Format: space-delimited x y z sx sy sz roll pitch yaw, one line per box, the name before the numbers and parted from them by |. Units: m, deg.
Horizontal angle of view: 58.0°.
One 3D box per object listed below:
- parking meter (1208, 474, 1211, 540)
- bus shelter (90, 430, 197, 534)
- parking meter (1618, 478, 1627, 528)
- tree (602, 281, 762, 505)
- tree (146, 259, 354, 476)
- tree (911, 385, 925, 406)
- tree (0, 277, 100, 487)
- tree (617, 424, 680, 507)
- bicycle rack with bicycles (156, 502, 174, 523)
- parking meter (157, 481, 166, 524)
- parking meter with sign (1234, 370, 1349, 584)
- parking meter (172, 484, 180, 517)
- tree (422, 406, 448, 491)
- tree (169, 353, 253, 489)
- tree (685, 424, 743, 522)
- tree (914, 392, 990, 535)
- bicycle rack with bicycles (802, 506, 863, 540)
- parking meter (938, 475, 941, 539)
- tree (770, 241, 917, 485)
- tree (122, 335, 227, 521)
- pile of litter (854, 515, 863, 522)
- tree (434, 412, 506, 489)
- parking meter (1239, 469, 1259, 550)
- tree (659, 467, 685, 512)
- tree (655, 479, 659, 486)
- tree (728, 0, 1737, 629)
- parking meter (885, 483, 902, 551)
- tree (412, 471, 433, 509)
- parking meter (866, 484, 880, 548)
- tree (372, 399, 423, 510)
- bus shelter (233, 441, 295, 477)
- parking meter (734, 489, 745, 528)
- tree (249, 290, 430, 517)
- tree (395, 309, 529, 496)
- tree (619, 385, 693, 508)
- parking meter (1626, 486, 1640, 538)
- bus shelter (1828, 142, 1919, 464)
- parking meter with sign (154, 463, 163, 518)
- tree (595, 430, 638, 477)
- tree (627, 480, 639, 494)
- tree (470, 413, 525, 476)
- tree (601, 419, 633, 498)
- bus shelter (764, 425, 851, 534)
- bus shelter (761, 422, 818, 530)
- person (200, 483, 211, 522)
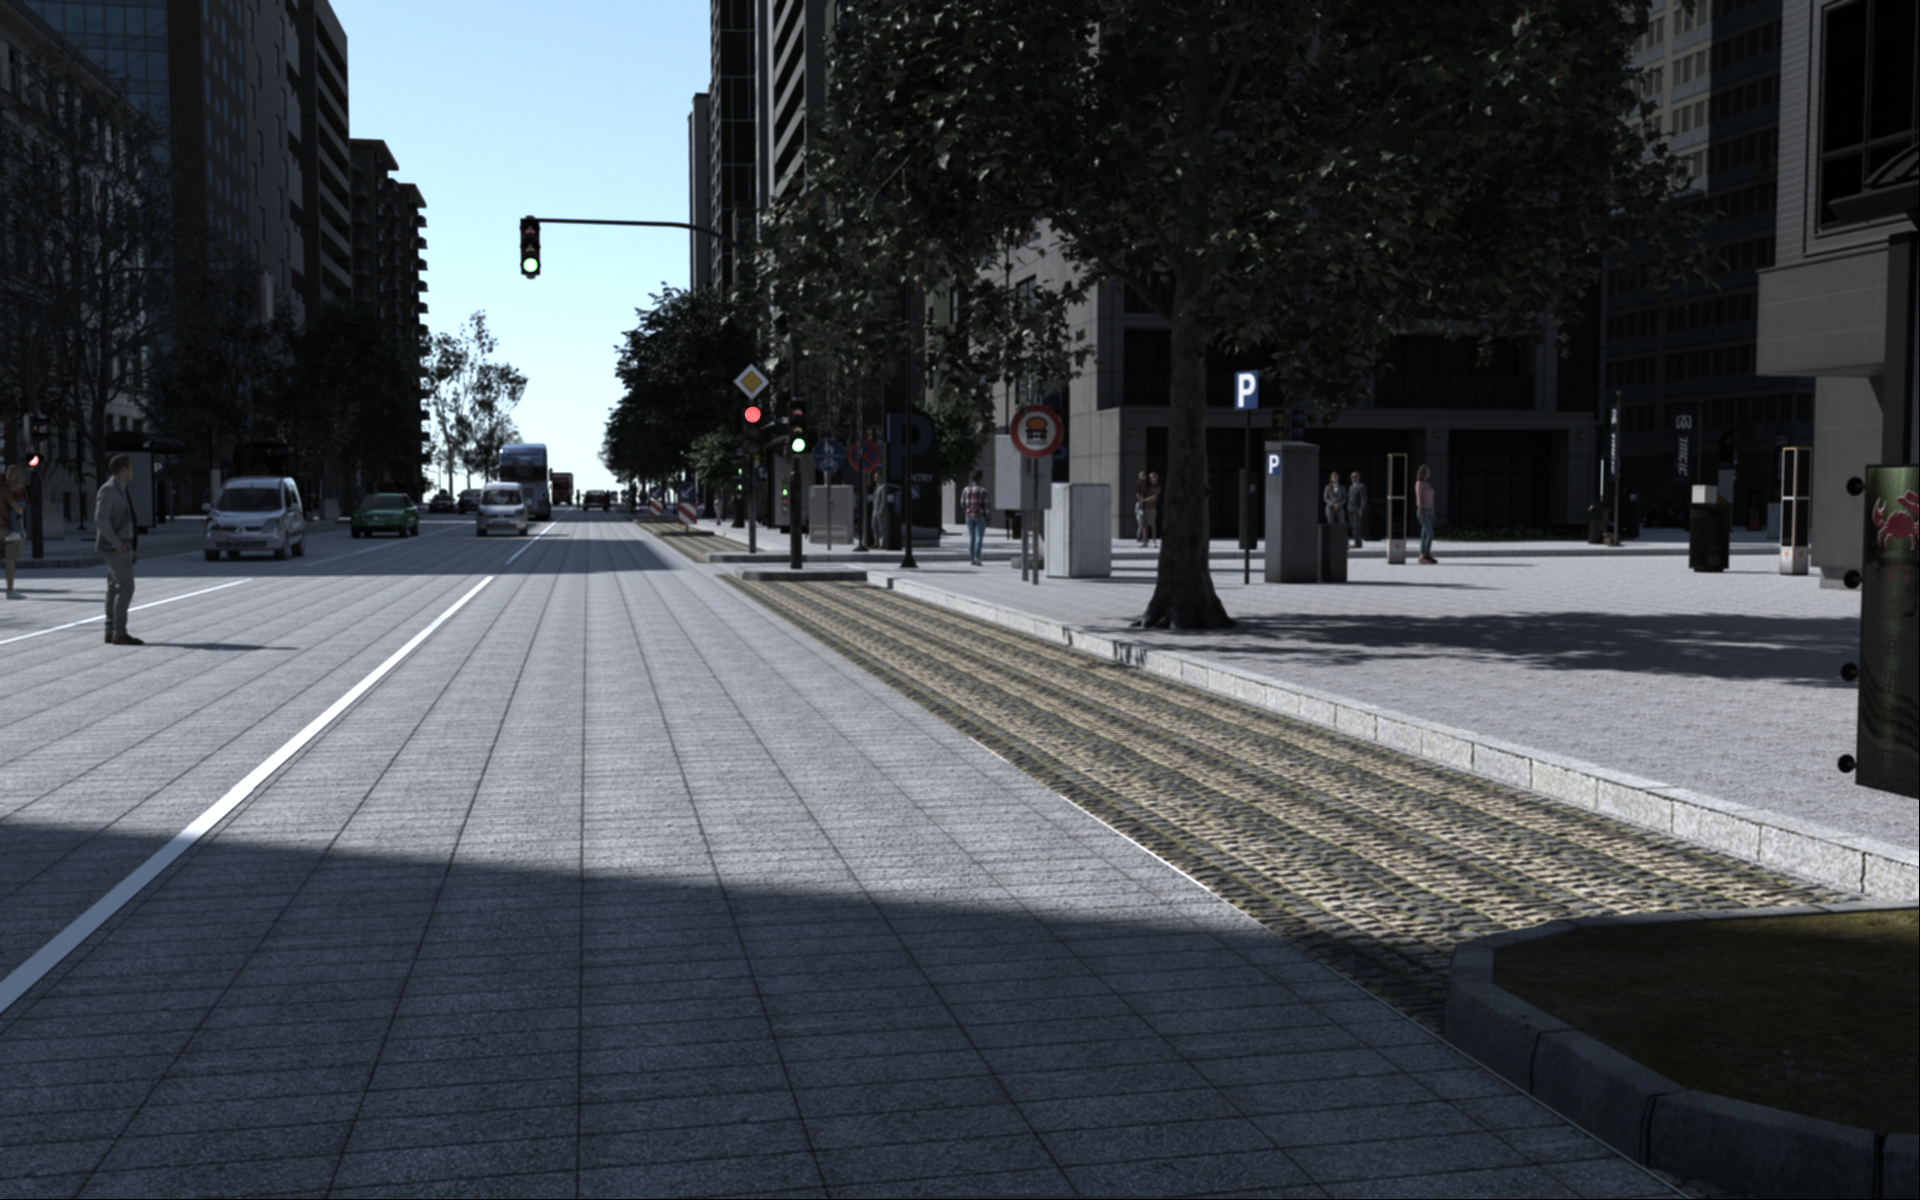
parking meter | 6.770 -2.582 47.922 0.255 1.863 0.399 -1 4 -9
bus shelter | -26.968 -3.886 57.468 2.014 3.302 5.546 -1 4 -12
parking meter | 24.787 -3.619 64.881 0.399 1.863 0.255 -3 5 -44
tree | -16.407 -12.129 104.966 9.857 13.997 8.962 0 3 0
tree | -27.955 -8.183 68.209 8.767 10.594 7.601 0 4 -4
tree | -1.159 -8.665 92.038 4.737 8.622 4.395 0 3 0
tree | -31.069 -6.621 58.610 4.360 8.622 3.978 0 3 0
tree | -30.963 -14.633 173.658 7.601 10.594 8.767 1 4 18
bicycle rack with bicycles | -36.225 -3.888 76.947 2.852 0.926 2.925 -3 4 -37
parking meter | -34.701 -4.252 75.235 0.255 1.863 0.399 -3 5 -40
parking meter with sign | 4.812 -1.756 24.968 1.738 3.016 0.543 -2 4 -28
parking meter | -44.330 -5.634 97.831 0.399 1.863 0.255 -1 4 -9
tree | -42.793 -11.420 137.072 4.360 8.622 3.978 0 3 0
tree | -37.568 -8.351 86.901 4.360 8.622 3.978 0 3 0
tree | -11.143 -5.947 80.953 4.285 4.588 4.351 0 3 0
tree | -0.708 -4.314 54.243 4.285 4.588 4.351 0 3 0
bicycle rack with bicycles | -3.284 -2.224 49.752 2.852 0.926 2.925 -2 4 -30
parking meter | -0.718 -2.451 45.786 0.399 1.863 0.255 2 4 29
tree | -3.385 -5.800 45.188 4.360 8.622 3.978 0 3 0
tree | -36.919 -8.015 81.408 4.737 8.622 4.395 0 3 0
pile of litter | -4.373 -3.544 71.908 1.719 0.858 1.176 1 4 14
tree | -55.944 -16.010 196.171 7.601 10.594 8.767 -1 4 -22
parking meter | 6.686 -2.102 40.077 0.399 1.863 0.255 -1 4 -22
tree | -19.925 -7.858 123.079 1.663 3.219 1.824 0 3 0
tree | -27.771 -10.187 161.158 1.663 3.219 1.824 0 3 0
tree | 2.302 -6.083 16.473 9.611 12.733 9.660 0 3 0
parking meter | -1.506 -1.892 39.337 0.372 1.533 0.369 0 3 0
tree | -45.648 -9.361 147.661 1.663 3.219 1.824 0 3 0
parking meter | -2.100 -2.008 41.242 0.372 1.533 0.369 0 3 0
tree | -38.805 -10.027 114.301 4.360 8.622 3.978 0 3 0
bus shelter | -31.694 -5.371 79.106 1.731 3.624 6.357 -1 4 -12
parking meter | -8.331 -3.488 65.439 0.372 1.533 0.369 0 3 0
tree | -34.680 -11.038 97.471 9.611 12.733 9.660 0 3 0
tree | -51.231 -19.639 176.989 12.611 20.169 13.585 0 3 0
tree | -26.457 -14.457 154.493 7.486 12.596 7.792 0 3 0
parking meter | 19.683 -2.583 50.650 0.372 1.533 0.369 0 3 0
bus shelter | 6.271 -0.798 6.973 2.014 3.302 5.546 -1 4 -12
parking meter with sign | -44.152 -6.060 95.340 0.543 3.016 1.738 -1 4 -23
tree | -47.525 -20.803 250.490 12.009 13.543 11.850 0 3 0
tree | -41.155 -13.720 218.919 1.663 3.219 1.824 0 3 0
tree | -68.585 -21.308 258.747 12.009 13.543 11.850 0 3 0
tree | -44.013 -18.681 231.183 9.928 11.665 9.643 0 3 0
bus shelter | -4.782 -3.662 53.789 2.014 3.302 5.546 -1 4 -12
bus shelter | -5.840 -4.185 59.707 1.731 3.624 6.357 -1 4 -12
person | -34.140 -4.410 78.334 0.466 1.800 0.511 -3 5 -43
